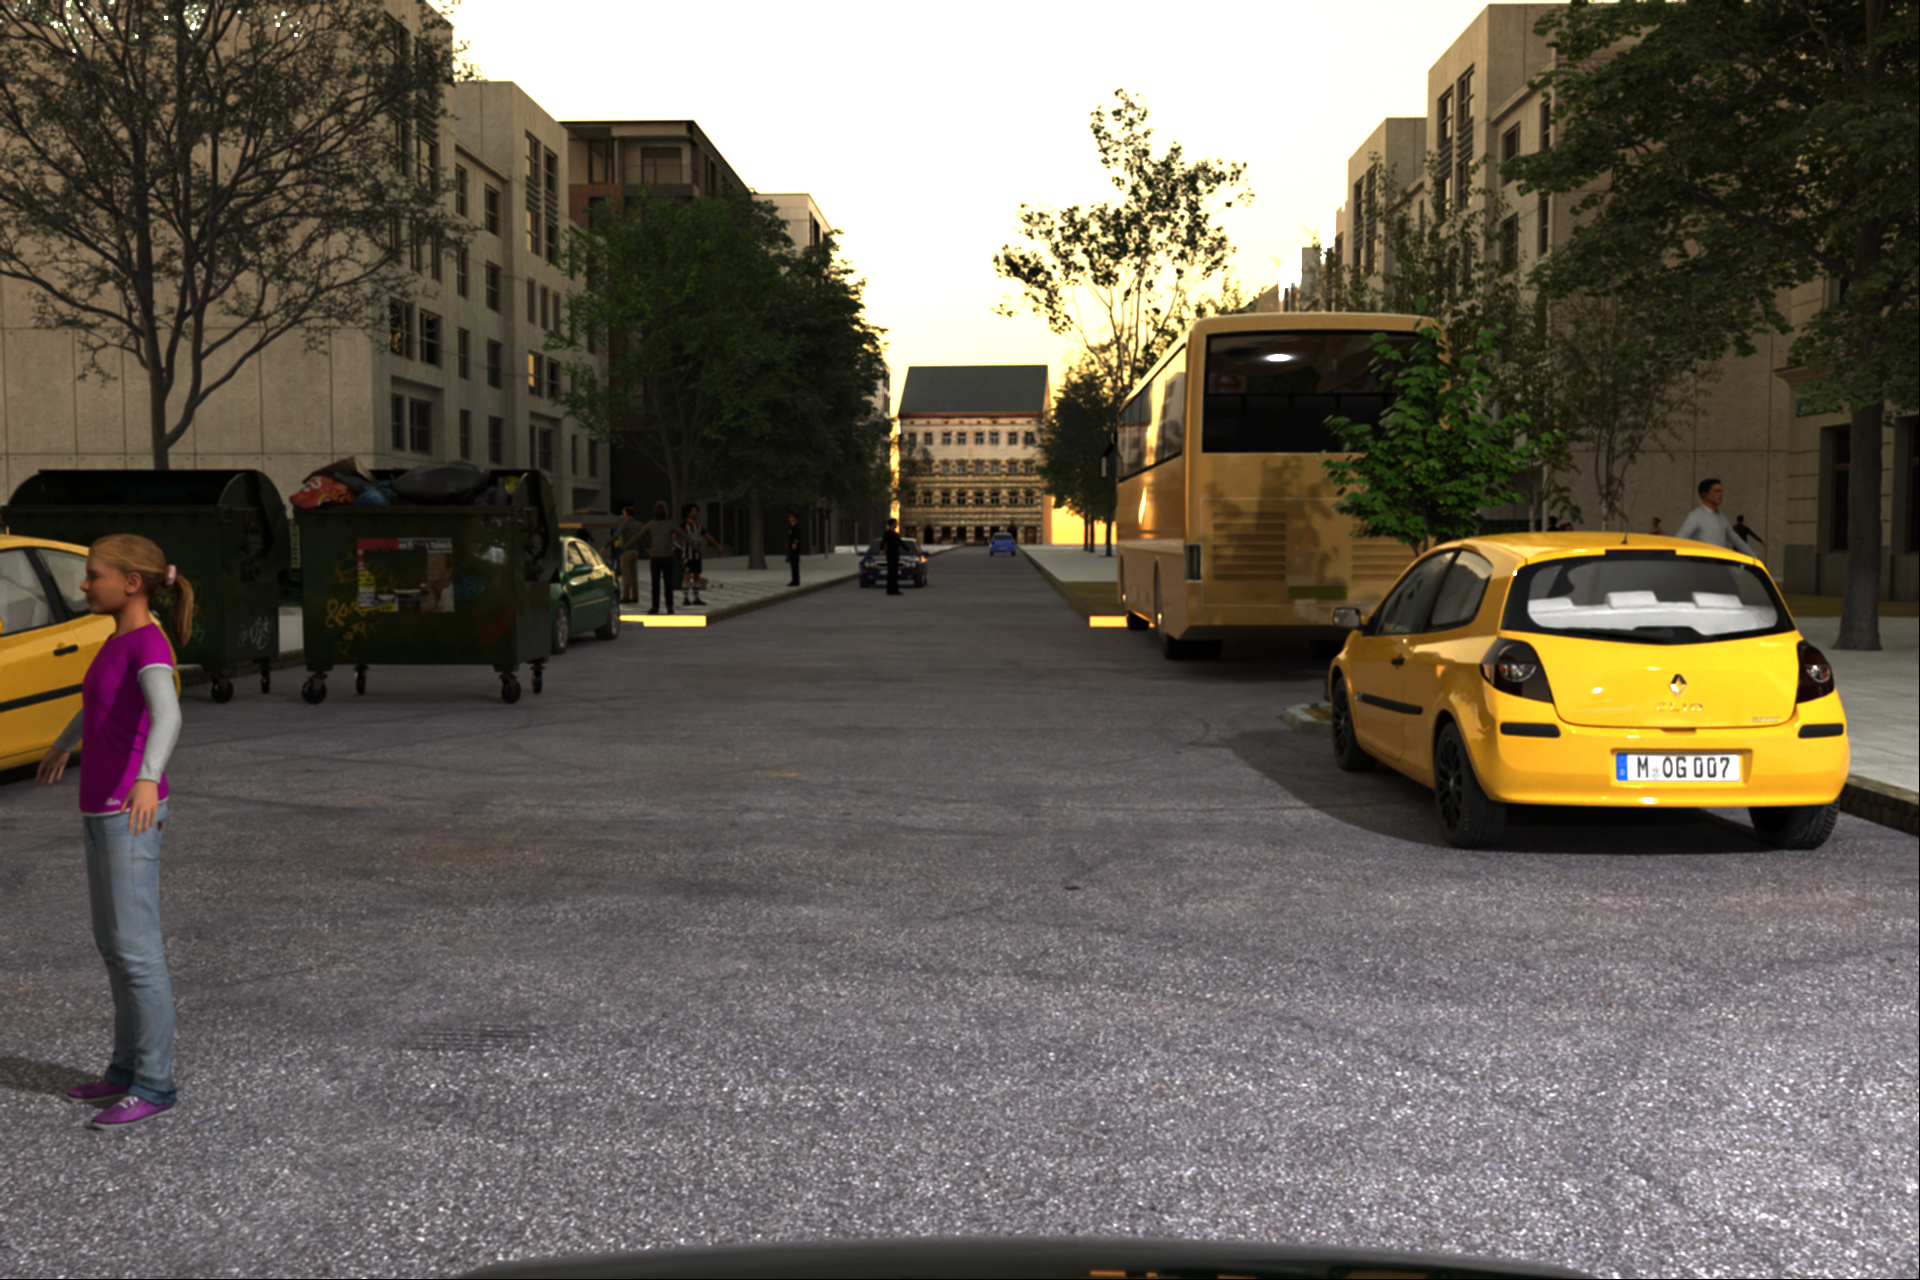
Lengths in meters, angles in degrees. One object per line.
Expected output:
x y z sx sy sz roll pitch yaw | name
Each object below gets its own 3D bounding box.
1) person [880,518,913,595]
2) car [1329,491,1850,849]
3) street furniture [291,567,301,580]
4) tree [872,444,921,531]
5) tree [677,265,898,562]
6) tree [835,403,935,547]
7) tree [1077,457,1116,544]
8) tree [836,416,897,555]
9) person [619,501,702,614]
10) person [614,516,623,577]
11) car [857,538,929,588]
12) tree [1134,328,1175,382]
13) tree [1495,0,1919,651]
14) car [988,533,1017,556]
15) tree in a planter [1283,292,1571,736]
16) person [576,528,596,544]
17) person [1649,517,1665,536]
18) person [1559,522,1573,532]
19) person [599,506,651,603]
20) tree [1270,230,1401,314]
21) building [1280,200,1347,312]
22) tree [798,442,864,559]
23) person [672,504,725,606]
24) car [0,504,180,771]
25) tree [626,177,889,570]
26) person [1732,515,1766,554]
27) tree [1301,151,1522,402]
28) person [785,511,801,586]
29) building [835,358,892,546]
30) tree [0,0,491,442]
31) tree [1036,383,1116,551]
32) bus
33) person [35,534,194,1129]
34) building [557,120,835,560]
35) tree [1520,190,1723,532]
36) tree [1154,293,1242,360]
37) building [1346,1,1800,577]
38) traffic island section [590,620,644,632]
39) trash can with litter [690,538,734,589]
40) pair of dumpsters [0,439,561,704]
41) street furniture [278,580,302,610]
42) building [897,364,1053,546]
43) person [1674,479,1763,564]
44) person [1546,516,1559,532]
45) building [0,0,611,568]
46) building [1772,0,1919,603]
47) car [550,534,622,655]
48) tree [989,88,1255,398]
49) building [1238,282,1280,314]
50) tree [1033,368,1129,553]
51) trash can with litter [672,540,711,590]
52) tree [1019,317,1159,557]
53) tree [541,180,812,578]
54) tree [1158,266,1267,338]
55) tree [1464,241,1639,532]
-1.553 -1.965 40.767 0.705 1.806 1.347 2 4 30 | person
3.115 0.056 9.316 2.015 1.641 3.980 0 4 1 | car
-14.441 -1.835 45.621 5.734 0.657 10.072 0 4 7 | street furniture
-5.714 -11.142 132.534 4.360 8.622 3.978 0 3 0 | tree
-7.712 -10.503 78.379 9.857 13.997 8.962 0 3 0 | tree
-6.315 -11.612 124.265 8.767 10.594 7.601 -2 4 -25 | tree
18.923 -19.184 220.315 9.857 13.997 8.962 0 3 0 | tree
-6.127 -9.509 105.834 4.737 8.622 4.395 0 3 0 | tree
-4.804 -1.329 27.853 1.348 1.813 0.705 0 4 3 | person
-10.126 -2.805 51.824 0.705 1.833 1.349 0 4 4 | person
-1.799 -2.130 47.406 1.945 1.354 3.894 0 4 1 | car
7.585 -6.890 63.018 4.360 8.622 3.978 0 3 0 | tree
10.037 -6.187 19.281 7.486 12.596 7.792 0 3 0 | tree
2.815 -6.424 114.623 1.945 1.707 3.694 0 4 1 | car
3.472 -0.957 12.865 1.991 3.239 1.994 0 4 2 | tree in a planter
-13.438 -3.410 61.947 0.705 1.806 1.347 1 4 18 | person
18.611 -2.432 46.560 0.721 1.733 1.217 -1 4 -13 | person
8.188 -0.862 23.302 0.989 1.438 0.599 -2 4 -32 | person
-6.173 -1.586 32.208 0.705 1.796 1.348 2 4 31 | person
9.302 -5.629 42.400 4.360 8.622 3.978 0 3 0 | tree
29.037 -14.242 99.314 16.747 18.905 31.486 0 4 2 | building
-6.967 -8.515 89.586 4.360 8.622 3.978 0 3 0 | tree
-4.808 -1.530 31.154 0.704 1.843 1.345 3 5 43 | person
-5.928 0.043 9.513 2.015 1.641 3.980 0 4 1 | car
-7.351 -9.517 62.252 9.857 13.997 8.962 0 3 0 | tree
21.976 -2.608 48.786 1.346 1.812 0.704 3 5 43 | person
8.633 -5.027 32.546 4.737 8.622 4.395 0 3 0 | tree
-4.108 -2.248 42.695 0.705 1.837 1.347 -1 4 -13 | person
-22.973 -21.749 199.563 27.936 21.610 32.646 0 4 2 | building
-11.735 -7.038 25.440 12.009 13.543 11.850 0 3 0 | tree
9.140 -12.953 129.904 7.486 12.596 7.792 0 3 0 | tree
3.582 -1.896 22.550 2.896 3.916 12.252 0 4 2 | bus
-2.117 0.456 4.267 0.599 1.433 0.991 -3 4 -39 | person
-23.051 -15.807 102.422 27.936 21.610 32.646 0 4 2 | building
14.004 -5.365 38.081 4.360 8.622 3.978 0 3 0 | tree
7.753 -6.344 54.089 4.737 8.622 4.395 0 3 0 | tree
26.185 -12.224 66.313 16.747 18.905 31.486 0 4 2 | building
-5.895 -0.212 26.337 1.991 0.108 1.994 0 4 2 | traffic island section
-6.182 -1.877 41.746 1.678 1.210 2.233 0 4 1 | trash can with litter
-5.814 -0.615 15.004 4.436 2.255 1.574 0 4 2 | pair of dumpsters
-11.736 -1.067 33.077 5.734 0.657 10.072 -2 4 -26 | street furniture
2.329 -23.863 223.548 18.063 23.208 19.493 0 4 7 | building
7.215 -0.641 16.634 1.344 1.810 0.704 -2 4 -29 | person
15.094 -2.305 44.408 1.216 1.740 0.721 -2 4 -34 | person
-25.759 -12.336 68.146 16.747 18.905 31.486 0 4 2 | building
25.259 -14.603 15.182 17.030 29.872 44.131 0 4 1 | building
-5.602 -0.632 22.130 2.131 1.459 4.920 0 4 1 | car
6.941 -13.506 76.717 12.611 20.169 13.585 0 3 0 | tree
28.378 -19.396 148.049 19.493 23.208 18.063 0 4 2 | building
8.838 -12.277 118.850 7.486 12.596 7.792 0 3 0 | tree
-6.247 -1.736 39.775 1.055 1.170 0.624 0 4 2 | trash can with litter
8.551 -11.448 97.552 12.009 13.543 11.850 0 3 0 | tree
-8.198 -7.622 50.381 9.928 11.665 9.643 0 3 0 | tree
7.105 -6.013 48.668 4.737 8.622 4.395 0 3 0 | tree
14.731 -5.709 43.705 4.737 8.622 4.395 0 3 0 | tree
